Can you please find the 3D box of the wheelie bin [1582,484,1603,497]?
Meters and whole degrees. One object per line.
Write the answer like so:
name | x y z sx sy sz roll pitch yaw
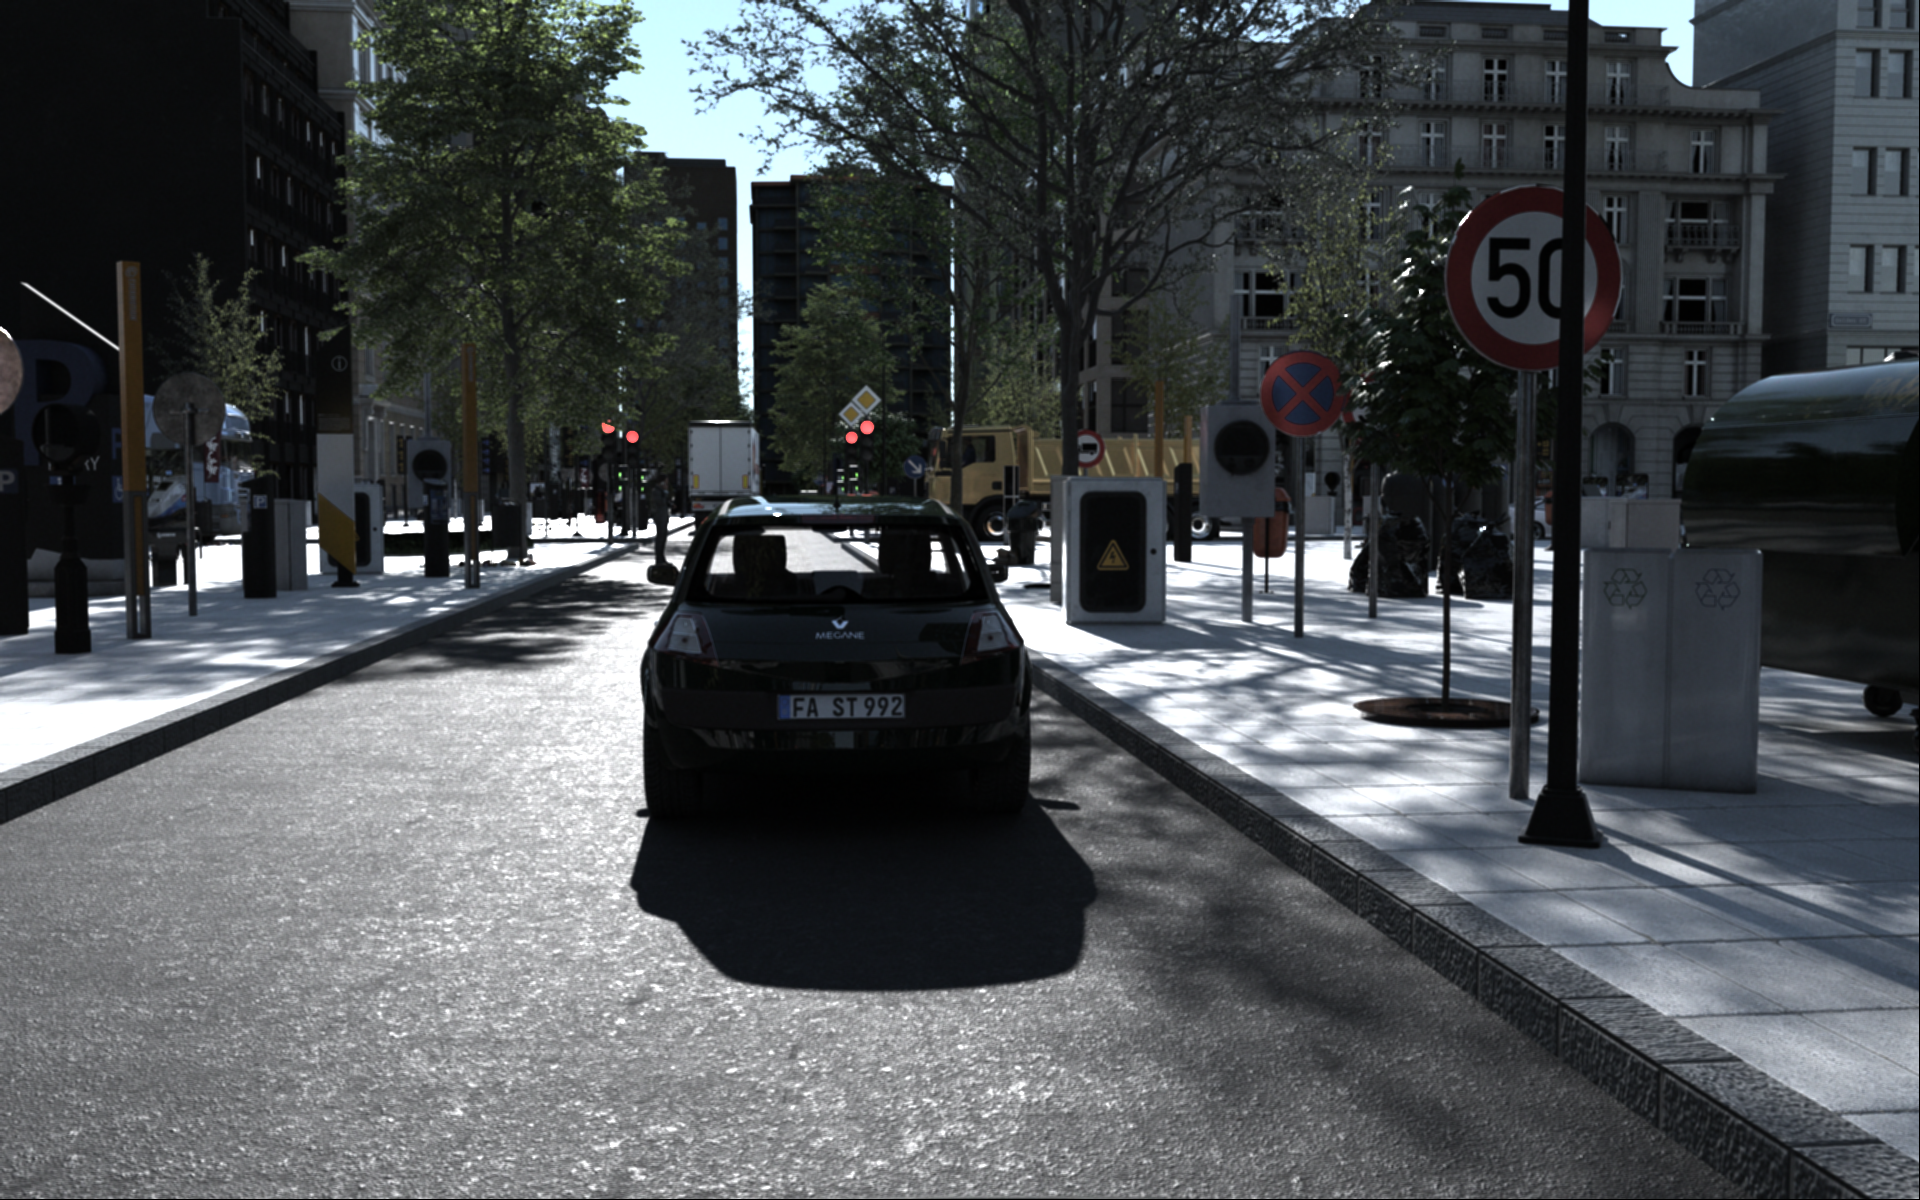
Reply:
wheelie bin | 19.960 -2.885 55.077 0.980 1.594 0.693 -1 4 -22

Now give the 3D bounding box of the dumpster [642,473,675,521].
dumpster | -13.852 -4.694 79.242 1.502 2.255 1.985 0 4 -6

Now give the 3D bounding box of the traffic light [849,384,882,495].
traffic light | -2.419 -3.401 44.524 0.839 4.253 0.868 0 4 -6

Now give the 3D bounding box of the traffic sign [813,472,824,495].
traffic sign | -7.991 -6.019 98.513 0.768 2.556 0.104 0 4 -5

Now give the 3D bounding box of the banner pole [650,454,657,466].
banner pole | -19.200 -7.256 108.644 0.863 3.779 0.401 2 4 34

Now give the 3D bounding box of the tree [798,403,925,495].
tree | -2.897 -4.641 59.596 4.285 4.588 4.351 0 3 0

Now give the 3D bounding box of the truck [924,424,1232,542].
truck | 3.027 -3.279 49.541 9.791 3.379 3.469 0 4 -5

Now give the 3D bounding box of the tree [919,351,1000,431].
tree | 0.180 -8.355 86.967 4.737 8.622 4.395 0 3 0

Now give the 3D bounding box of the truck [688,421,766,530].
truck | -9.693 -5.109 72.447 2.839 4.237 11.283 0 4 -5

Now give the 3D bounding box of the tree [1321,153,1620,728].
tree | 2.934 -0.936 9.911 1.663 3.219 1.824 0 3 0

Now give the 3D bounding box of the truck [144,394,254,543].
truck | -27.609 -3.379 45.007 18.799 4.110 2.967 0 4 -6

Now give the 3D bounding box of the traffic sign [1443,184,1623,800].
traffic sign | 2.359 -0.436 7.231 0.768 2.556 0.104 0 4 -6

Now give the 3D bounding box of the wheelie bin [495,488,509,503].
wheelie bin | -25.641 -5.473 97.393 0.980 1.594 0.693 -2 4 -27

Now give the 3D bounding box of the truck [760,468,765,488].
truck | -20.923 -11.167 172.343 2.967 4.110 18.799 0 4 -6

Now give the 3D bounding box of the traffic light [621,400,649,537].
traffic light | -9.729 -3.841 51.725 0.839 4.253 0.868 0 4 -6

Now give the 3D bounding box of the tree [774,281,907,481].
tree | -6.569 -10.681 92.759 7.486 12.596 7.792 0 3 0

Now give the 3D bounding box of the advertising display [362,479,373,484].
advertising display | -26.221 -4.352 76.370 0.974 1.923 0.123 2 4 33

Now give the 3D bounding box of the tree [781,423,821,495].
tree | -14.813 -12.836 160.236 4.360 8.622 3.978 0 3 0

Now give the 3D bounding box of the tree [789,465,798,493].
tree | -12.039 -9.478 138.686 4.285 4.588 4.351 0 3 0

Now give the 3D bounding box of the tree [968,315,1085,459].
tree | 2.831 -7.369 70.848 4.360 8.622 3.978 0 3 0

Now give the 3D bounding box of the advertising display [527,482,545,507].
advertising display | -22.994 -5.460 94.486 0.974 1.923 0.123 0 4 4

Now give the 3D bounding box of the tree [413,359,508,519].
tree | -25.228 -8.370 87.207 4.737 8.622 4.395 0 3 0

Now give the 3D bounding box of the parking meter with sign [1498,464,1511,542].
parking meter with sign | 10.684 -2.346 34.611 0.543 3.016 1.738 0 4 6

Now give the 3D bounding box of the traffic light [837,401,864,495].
traffic light | -3.310 -3.886 52.460 0.839 4.253 0.868 0 4 -6

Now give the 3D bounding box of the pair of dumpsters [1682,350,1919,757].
pair of dumpsters | 5.150 -0.327 7.838 1.574 2.255 4.437 0 4 -7

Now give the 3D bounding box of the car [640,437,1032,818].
car | -0.677 0.041 9.121 2.009 1.686 4.222 0 4 -5

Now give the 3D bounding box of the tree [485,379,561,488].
tree | -25.218 -9.205 100.869 4.360 8.622 3.978 0 3 0

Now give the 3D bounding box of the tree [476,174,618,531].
tree | -11.514 -9.155 60.052 12.009 13.543 11.850 0 3 0

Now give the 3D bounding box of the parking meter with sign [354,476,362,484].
parking meter with sign | -25.263 -4.644 72.188 1.738 3.016 0.543 -1 4 -16

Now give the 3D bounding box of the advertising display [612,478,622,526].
advertising display | -13.799 -3.970 70.124 0.123 1.923 0.974 1 4 22

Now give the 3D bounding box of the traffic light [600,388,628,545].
traffic light | -8.838 -3.356 43.790 0.839 4.253 0.868 0 4 -6

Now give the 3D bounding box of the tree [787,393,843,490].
tree | -9.633 -10.368 119.875 4.737 8.622 4.395 0 3 0

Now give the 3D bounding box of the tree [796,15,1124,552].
tree | 0.046 -6.862 37.954 9.928 11.665 9.643 0 3 0

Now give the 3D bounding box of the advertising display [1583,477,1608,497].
advertising display | 24.134 -3.708 65.840 0.974 1.923 0.123 -1 4 -9

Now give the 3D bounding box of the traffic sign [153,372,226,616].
traffic sign | -8.084 -1.105 18.177 0.768 2.556 0.104 0 4 0

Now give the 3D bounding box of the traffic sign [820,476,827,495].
traffic sign | -9.019 -6.979 114.213 0.768 2.556 0.104 0 4 1

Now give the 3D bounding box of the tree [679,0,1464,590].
tree | 1.525 -6.894 23.089 12.009 13.543 11.850 0 3 0

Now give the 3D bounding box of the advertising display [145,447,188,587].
advertising display | -11.108 -1.157 24.138 0.123 1.923 0.974 1 4 16

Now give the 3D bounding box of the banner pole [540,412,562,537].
banner pole | -12.072 -3.739 51.149 0.863 3.779 0.401 2 4 32

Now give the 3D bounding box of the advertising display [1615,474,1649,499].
advertising display | 21.383 -3.054 55.147 0.974 1.923 0.123 2 4 25

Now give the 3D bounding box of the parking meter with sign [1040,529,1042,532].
parking meter with sign | 1.937 -3.841 59.060 1.738 3.016 0.543 0 4 -5

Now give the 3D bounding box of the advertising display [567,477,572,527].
advertising display | -15.090 -3.774 66.924 0.123 1.923 0.974 -1 4 -9

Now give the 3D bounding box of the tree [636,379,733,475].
tree | -19.578 -11.728 126.158 8.767 10.594 7.601 -1 4 -20

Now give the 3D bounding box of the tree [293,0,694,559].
tree | -9.178 -7.112 34.402 7.486 12.596 7.792 0 3 0

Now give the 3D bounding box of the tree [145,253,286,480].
tree | -22.394 -6.254 52.623 4.360 8.622 3.978 0 3 0

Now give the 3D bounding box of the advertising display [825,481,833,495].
advertising display | -6.065 -4.829 84.167 0.974 1.923 0.123 1 4 13

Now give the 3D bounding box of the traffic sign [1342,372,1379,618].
traffic sign | 4.282 -1.088 17.890 0.768 2.556 0.104 0 4 -6

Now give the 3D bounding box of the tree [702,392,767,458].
tree | -25.882 -17.339 190.141 9.857 13.997 8.962 0 3 0

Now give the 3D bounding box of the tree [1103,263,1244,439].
tree | 6.683 -6.380 54.681 4.737 8.622 4.395 0 3 0

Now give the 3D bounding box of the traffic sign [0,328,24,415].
traffic sign | -7.128 -0.756 12.468 0.768 2.556 0.104 0 4 -4

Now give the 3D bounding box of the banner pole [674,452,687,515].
banner pole | -16.697 -6.969 103.960 0.863 3.779 0.401 -1 4 -13

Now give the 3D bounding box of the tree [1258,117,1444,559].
tree | 7.659 -5.092 33.613 4.360 8.622 3.978 0 3 0

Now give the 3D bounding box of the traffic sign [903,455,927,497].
traffic sign | -1.467 -3.457 56.621 0.768 2.556 0.104 0 4 0

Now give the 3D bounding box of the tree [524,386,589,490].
tree | -24.889 -9.748 109.745 4.737 8.622 4.395 0 3 0

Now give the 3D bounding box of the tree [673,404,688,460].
tree | -20.065 -12.938 137.288 9.928 11.665 9.643 0 3 0

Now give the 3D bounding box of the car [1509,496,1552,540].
car | 17.910 -2.390 51.435 4.827 1.381 2.083 0 4 -6

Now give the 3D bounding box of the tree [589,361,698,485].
tree | -15.127 -8.290 85.910 4.737 8.622 4.395 0 3 0
